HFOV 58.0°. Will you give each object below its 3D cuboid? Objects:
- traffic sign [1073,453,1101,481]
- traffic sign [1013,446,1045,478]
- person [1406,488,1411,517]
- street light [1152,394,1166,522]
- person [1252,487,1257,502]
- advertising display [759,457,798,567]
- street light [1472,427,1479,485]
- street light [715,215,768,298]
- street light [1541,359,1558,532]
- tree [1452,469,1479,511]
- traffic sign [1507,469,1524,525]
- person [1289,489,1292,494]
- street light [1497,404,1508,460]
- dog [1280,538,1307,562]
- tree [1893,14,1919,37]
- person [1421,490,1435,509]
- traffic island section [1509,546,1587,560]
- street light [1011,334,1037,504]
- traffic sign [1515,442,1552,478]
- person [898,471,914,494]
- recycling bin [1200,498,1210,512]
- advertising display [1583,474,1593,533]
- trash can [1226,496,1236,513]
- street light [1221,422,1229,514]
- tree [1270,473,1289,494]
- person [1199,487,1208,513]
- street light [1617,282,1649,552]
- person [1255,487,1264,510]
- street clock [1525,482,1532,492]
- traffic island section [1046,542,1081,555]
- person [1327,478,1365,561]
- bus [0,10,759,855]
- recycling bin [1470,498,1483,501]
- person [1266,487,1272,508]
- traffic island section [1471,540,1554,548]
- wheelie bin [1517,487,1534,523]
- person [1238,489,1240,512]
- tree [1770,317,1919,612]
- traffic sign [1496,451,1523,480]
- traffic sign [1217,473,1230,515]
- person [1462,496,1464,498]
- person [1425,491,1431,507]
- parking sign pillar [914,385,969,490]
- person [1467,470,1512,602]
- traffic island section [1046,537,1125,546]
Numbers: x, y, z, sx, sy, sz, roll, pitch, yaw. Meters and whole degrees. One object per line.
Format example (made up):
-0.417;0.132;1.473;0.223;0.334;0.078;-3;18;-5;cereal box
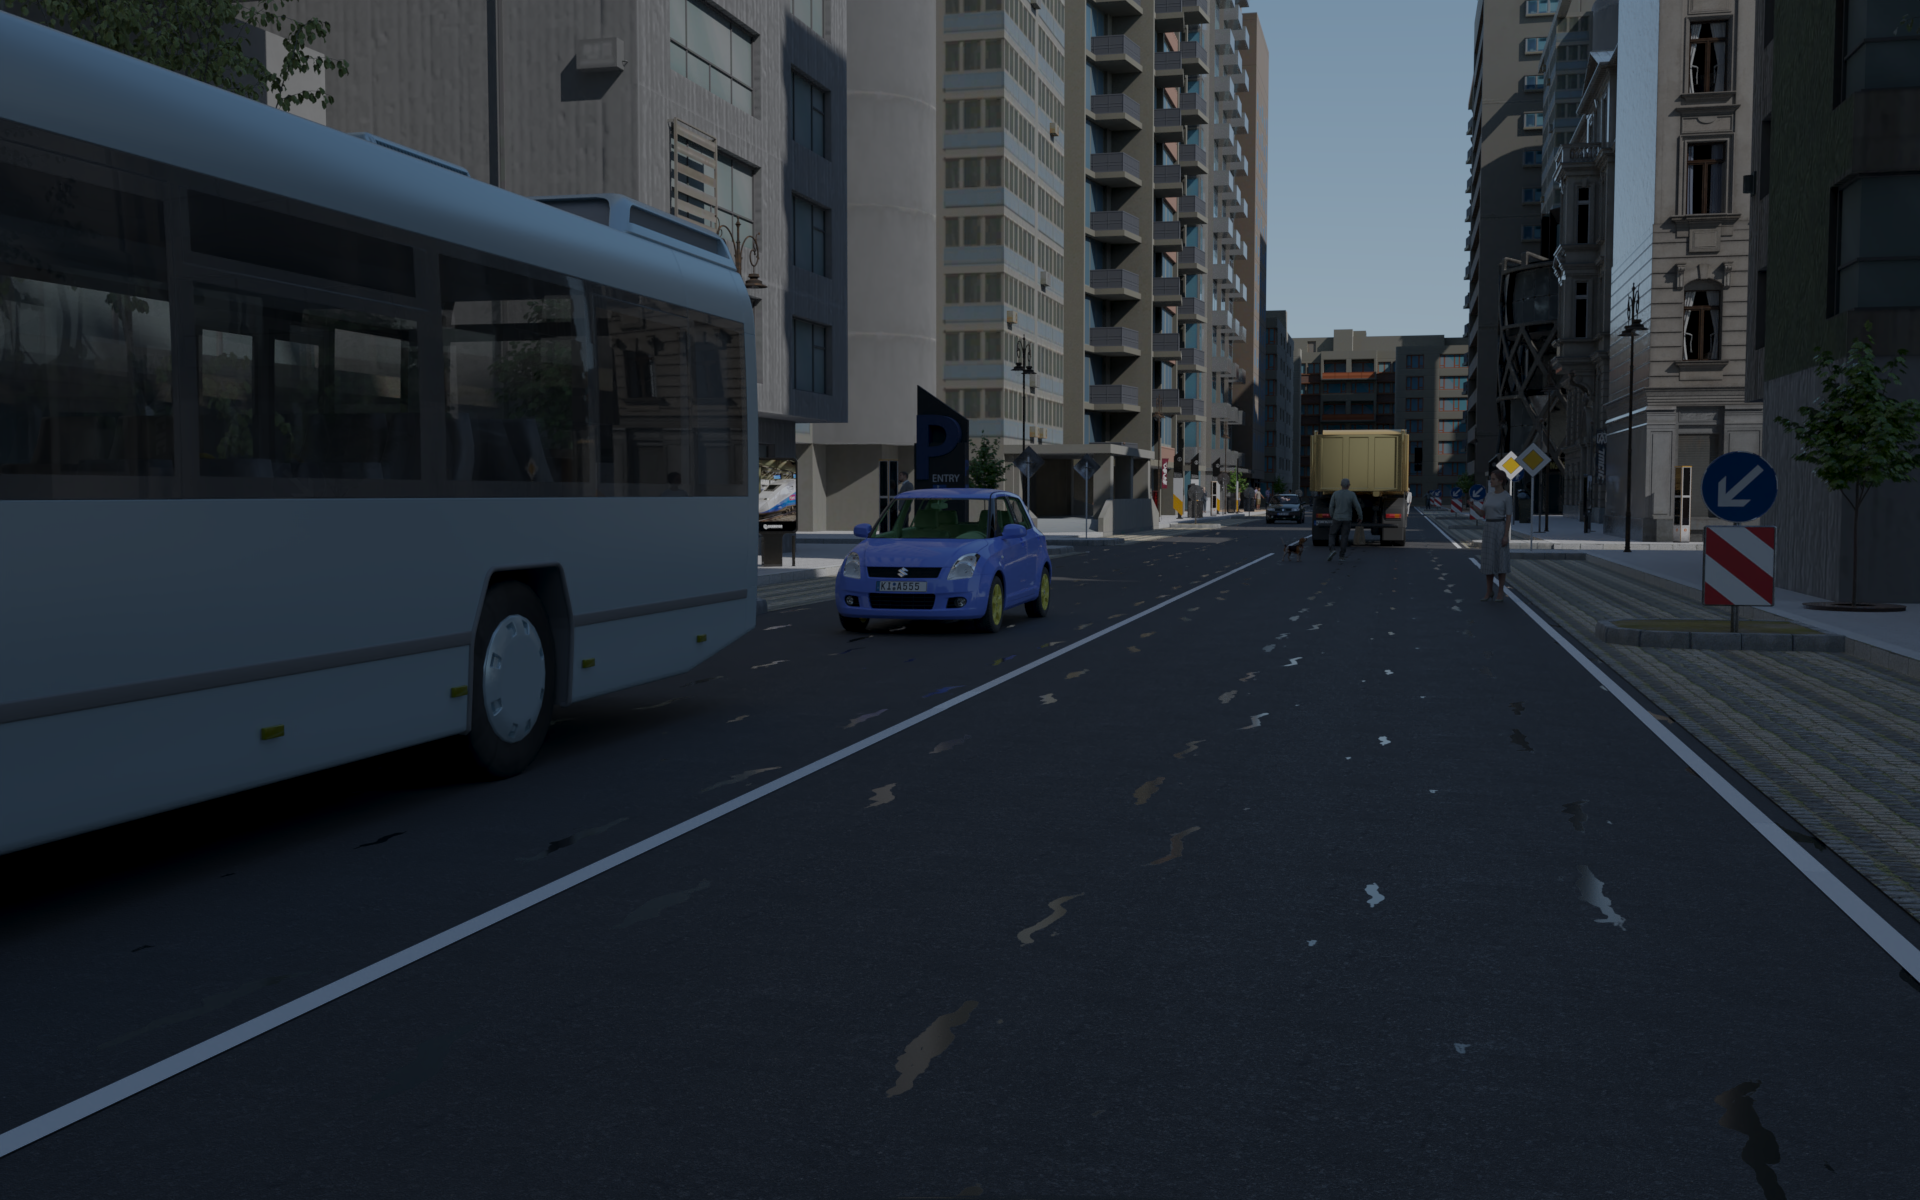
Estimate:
3.604;-2.893;49.492;0.795;2.593;0.064;1;4;14;traffic sign
1.636;-2.420;41.752;0.795;2.593;0.064;1;4;14;traffic sign
28.291;-6.188;109.548;0.514;1.842;0.818;1;4;17;person
9.164;-6.546;79.817;0.468;5.910;1.993;1;4;14;street light
24.143;-8.259;140.945;0.709;1.838;0.599;2;4;27;person
-3.317;-1.547;30.499;0.974;1.923;0.123;-2;4;-31;advertising display
35.185;-8.901;118.325;0.468;5.910;1.993;1;4;14;street light
-3.690;-3.436;28.966;0.468;5.910;1.993;1;4;14;street light
20.077;-5.280;59.111;0.468;5.910;1.993;1;4;14;street light
39.424;-8.596;135.149;1.663;3.219;1.824;0;3;0;tree
23.141;-4.417;72.325;0.768;2.556;0.104;1;4;20;traffic sign
26.948;-8.136;141.533;0.705;1.823;1.348;2;4;35;person
27.771;-7.098;88.845;0.468;5.910;1.993;1;4;14;street light
7.115;-1.079;36.934;0.540;0.507;0.406;0;4;7;dog
8.811;-3.764;11.897;4.360;8.622;3.978;0;3;0;tree
42.279;-9.034;156.287;1.350;1.814;0.705;0;4;-3;person
12.894;-1.020;38.962;2.009;0.180;2.903;1;4;14;traffic island section
1.850;-4.736;50.216;0.468;5.910;1.993;1;4;14;street light
12.869;-2.244;38.885;0.795;2.593;0.064;1;4;14;traffic sign
-1.285;-2.042;39.607;0.473;1.802;0.592;0;4;-2;person
17.434;-6.760;123.086;0.722;1.027;0.722;-3;4;-36;recycling bin
20.583;-3.155;56.799;0.123;1.923;0.974;2;4;29;advertising display
17.974;-6.312;114.849;0.748;1.137;0.748;0;3;0;trash can
16.753;-8.346;109.252;0.468;5.910;1.993;1;4;14;street light
29.453;-10.110;159.896;1.663;3.219;1.824;0;3;0;tree
16.457;-6.769;117.136;0.576;1.772;0.534;0;4;2;person
14.718;-3.989;38.013;0.468;5.910;1.993;1;4;14;street light
23.730;-8.045;137.584;0.705;1.824;1.348;3;5;39;person
32.853;-5.834;99.952;0.471;2.002;0.358;0;4;1;street clock
1.611;-1.195;41.825;2.009;0.180;2.903;1;4;14;traffic island section
8.270;-1.715;37.023;0.782;1.767;0.515;1;4;15;person
-4.127;-0.672;5.844;2.948;3.499;13.247;1;4;13;bus
32.449;-5.888;108.826;0.722;1.027;0.722;0;4;8;recycling bin
25.559;-8.387;143.032;0.599;1.838;0.709;3;5;44;person
14.862;-1.494;46.702;2.009;0.180;2.903;1;4;14;traffic island section
24.868;-4.175;76.162;0.693;1.594;0.980;1;4;19;wheelie bin
19.419;-7.041;121.066;0.836;1.842;0.656;-3;4;-37;person
9.933;-1.497;19.071;1.663;3.219;1.824;0;3;0;tree
14.837;-2.718;46.625;0.795;2.593;0.064;1;4;14;traffic sign
15.907;-6.399;104.732;0.768;2.556;0.104;2;4;24;traffic sign
43.610;-8.882;151.354;0.705;1.814;1.350;-1;4;-11;person
47.657;-10.229;176.467;1.217;1.736;0.721;0;4;5;person
-0.452;-3.308;42.564;1.447;3.967;1.447;1;4;15;parking sign pillar
7.065;-0.855;23.056;0.524;1.755;0.480;-3;4;-38;person
3.579;-1.669;49.565;2.009;0.180;2.903;1;4;14;traffic island section
